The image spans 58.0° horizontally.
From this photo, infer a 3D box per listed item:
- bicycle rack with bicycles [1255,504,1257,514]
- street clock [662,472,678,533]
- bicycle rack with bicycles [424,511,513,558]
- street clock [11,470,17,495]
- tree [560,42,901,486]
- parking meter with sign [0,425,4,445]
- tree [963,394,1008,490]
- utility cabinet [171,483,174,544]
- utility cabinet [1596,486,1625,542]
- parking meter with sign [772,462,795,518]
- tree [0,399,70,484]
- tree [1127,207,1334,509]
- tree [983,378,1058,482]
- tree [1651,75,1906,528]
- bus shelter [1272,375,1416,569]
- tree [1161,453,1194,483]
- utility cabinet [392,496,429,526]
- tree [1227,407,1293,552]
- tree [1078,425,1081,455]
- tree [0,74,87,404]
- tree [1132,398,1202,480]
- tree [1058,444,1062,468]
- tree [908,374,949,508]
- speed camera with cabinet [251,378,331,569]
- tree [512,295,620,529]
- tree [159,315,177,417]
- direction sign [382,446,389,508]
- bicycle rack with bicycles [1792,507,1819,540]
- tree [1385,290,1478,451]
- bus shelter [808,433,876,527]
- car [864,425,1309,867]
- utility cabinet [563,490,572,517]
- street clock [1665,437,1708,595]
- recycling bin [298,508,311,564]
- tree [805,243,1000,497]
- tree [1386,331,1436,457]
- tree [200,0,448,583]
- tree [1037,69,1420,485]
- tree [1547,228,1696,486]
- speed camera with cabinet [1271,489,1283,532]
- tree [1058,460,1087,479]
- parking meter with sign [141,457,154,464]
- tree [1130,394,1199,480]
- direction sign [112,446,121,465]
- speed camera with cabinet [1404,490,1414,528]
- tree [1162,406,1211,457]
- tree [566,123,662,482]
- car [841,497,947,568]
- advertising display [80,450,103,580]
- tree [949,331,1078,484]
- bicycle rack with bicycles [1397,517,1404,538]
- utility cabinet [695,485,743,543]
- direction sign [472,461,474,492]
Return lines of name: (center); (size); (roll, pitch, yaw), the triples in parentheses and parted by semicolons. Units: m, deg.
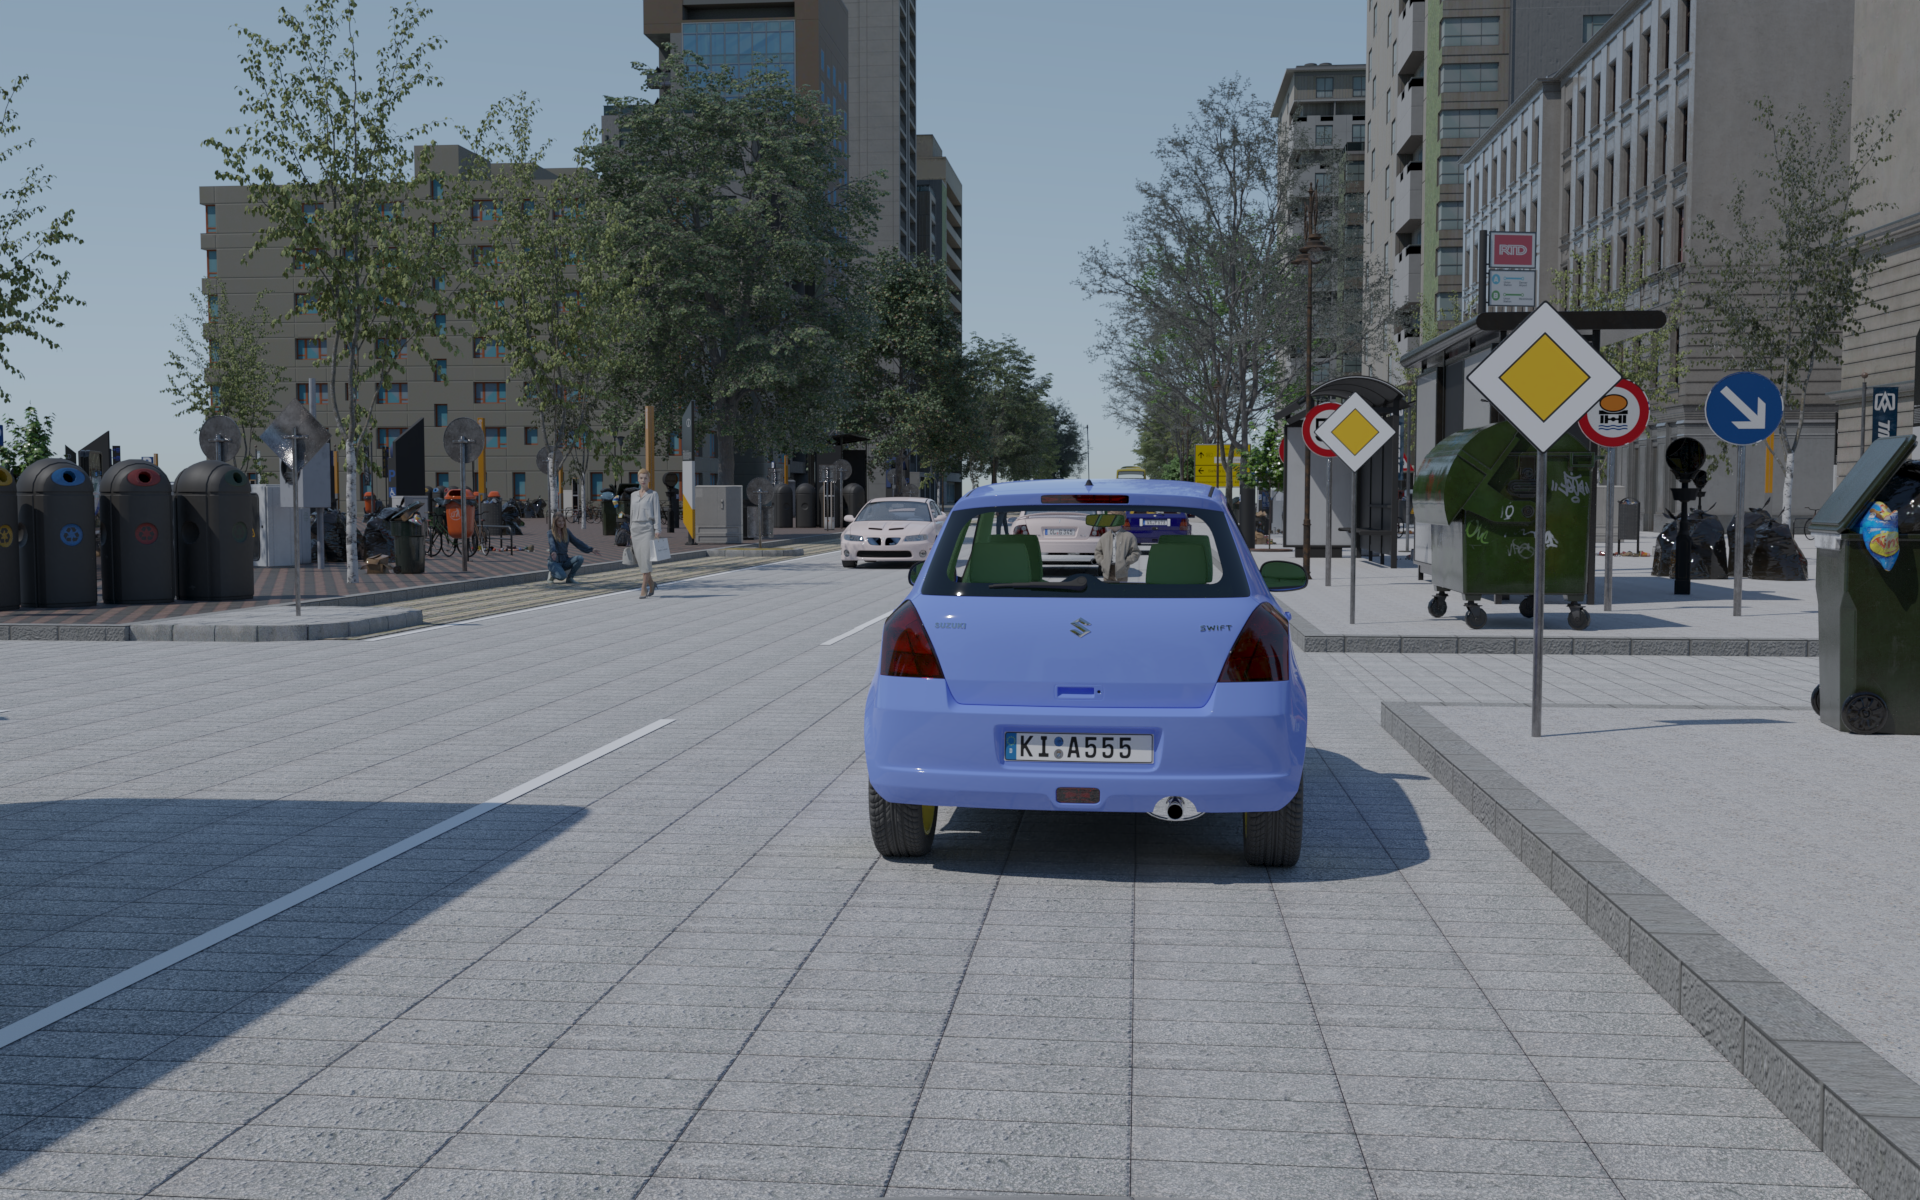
bicycle rack with bicycles: (14.328, -4.728, 90.685); (2.925, 0.926, 2.852); (1, 4, 19)
street clock: (-9.591, -3.229, 57.365); (0.471, 2.002, 0.358); (-2, 4, -34)
bicycle rack with bicycles: (-10.577, -1.380, 35.937); (2.852, 0.926, 2.925); (-3, 5, -40)
street clock: (-23.612, -2.388, 43.616); (0.358, 2.002, 0.471); (3, 5, 42)
tree: (-6.703, -8.775, 50.120); (9.857, 13.997, 8.962); (0, 3, 0)
parking meter with sign: (-24.922, -2.898, 43.648); (1.738, 3.016, 0.543); (1, 4, 23)
tree: (1.151, -10.479, 121.701); (4.360, 8.622, 3.978); (0, 3, 0)
utility cabinet: (-15.641, -1.611, 35.023); (0.318, 1.500, 1.173); (1, 4, 16)
utility cabinet: (16.856, -2.255, 45.549); (1.173, 1.500, 0.318); (0, 4, -4)
parking meter with sign: (-9.243, -5.945, 93.457); (1.738, 3.016, 0.543); (-1, 4, -21)
tree: (-18.529, -2.459, 34.804); (1.663, 3.219, 1.824); (0, 3, 0)
tree: (9.916, -8.466, 64.167); (9.928, 11.665, 9.643); (0, 3, 0)
tree: (5.183, -15.236, 167.234); (7.486, 12.596, 7.792); (0, 3, 0)
tree: (14.935, -4.951, 31.307); (4.360, 8.622, 3.978); (0, 3, 0)
bus shelter: (7.018, -2.343, 32.230); (2.014, 3.302, 5.546); (0, 4, 6)
tree: (15.887, -8.441, 121.719); (4.285, 4.588, 4.351); (0, 3, 0)
utility cabinet: (-17.707, -2.739, 55.949); (1.020, 1.237, 0.306); (-1, 4, -18)
tree: (6.930, -2.703, 38.795); (1.663, 3.219, 1.824); (0, 3, 0)
tree: (12.138, -19.952, 232.876); (9.857, 13.997, 8.962); (0, 3, 0)
tree: (-16.811, -4.785, 28.592); (4.737, 8.622, 4.395); (0, 3, 0)
tree: (23.931, -16.928, 193.781); (9.611, 12.733, 9.660); (0, 3, 0)
tree: (6.869, -16.295, 184.548); (7.486, 12.596, 7.792); (0, 3, 0)
tree: (-1.479, -9.265, 101.839); (4.737, 8.622, 4.395); (0, 3, 0)
speed camera with cabinet: (-11.727, -2.176, 29.919); (2.038, 3.252, 0.660); (3, 4, 36)
tree: (-14.045, -6.907, 63.289); (4.360, 8.622, 3.978); (0, 3, 0)
tree: (-24.339, -6.585, 58.028); (4.737, 8.622, 4.395); (0, 3, 0)
direction sign: (-27.299, -5.528, 82.388); (0.379, 3.537, 0.876); (0, 4, 0)
bicycle rack with bicycles: (24.498, -2.103, 47.758); (2.925, 0.926, 2.852); (-3, 4, -38)
tree: (17.261, -6.811, 61.721); (4.737, 8.622, 4.395); (0, 3, 0)
bus shelter: (-4.717, -4.805, 69.840); (1.731, 3.624, 6.357); (0, 4, 6)
car: (0.656, 0.095, 8.042); (1.945, 1.707, 3.694); (0, 4, 7)
utility cabinet: (-21.503, -5.303, 95.389); (1.173, 1.500, 0.318); (3, 5, 41)
street clock: (9.237, -1.072, 22.090); (0.471, 2.002, 0.358); (2, 4, 25)
recycling bin: (-12.357, -1.167, 31.631); (0.722, 1.027, 0.722); (0, 4, 8)
tree: (-2.702, -9.917, 79.155); (9.611, 12.733, 9.660); (0, 3, 0)
tree: (21.078, -7.753, 77.126); (4.360, 8.622, 3.978); (0, 3, 0)
tree: (-8.573, -4.558, 24.890); (4.737, 8.622, 4.395); (0, 3, 0)
tree: (8.340, -8.616, 51.239); (12.009, 13.543, 11.850); (0, 3, 0)
tree: (18.278, -6.025, 48.874); (4.737, 8.622, 4.395); (0, 3, 0)
speed camera with cabinet: (10.854, -3.960, 59.082); (0.660, 3.252, 2.038); (-1, 4, -17)
tree: (14.712, -19.447, 252.366); (8.767, 10.594, 7.601); (-2, 4, -29)
parking meter with sign: (-37.764, -5.214, 81.503); (0.543, 3.016, 1.738); (0, 4, 3)
tree: (21.195, -15.917, 178.377); (7.486, 12.596, 7.792); (0, 3, 0)
direction sign: (-39.586, -5.430, 80.773); (0.876, 3.537, 0.379); (-1, 4, -13)
speed camera with cabinet: (17.763, -4.336, 65.222); (0.660, 3.252, 2.038); (-3, 5, -42)
tree: (18.809, -11.862, 144.313); (4.737, 8.622, 4.395); (0, 3, 0)
tree: (-7.517, -4.989, 31.934); (4.737, 8.622, 4.395); (0, 3, 0)
car: (-1.237, -1.396, 35.189); (2.083, 1.381, 4.827); (0, 4, 5)
advertising display: (-12.956, -1.264, 25.884); (0.123, 1.923, 0.974); (-1, 4, -16)
tree: (2.810, -14.028, 136.017); (9.857, 13.997, 8.962); (0, 3, 0)
bicycle rack with bicycles: (11.618, -2.331, 51.501); (2.852, 0.926, 2.925); (0, 4, -6)
utility cabinet: (-6.187, -2.190, 44.478); (1.173, 1.500, 0.318); (0, 4, 1)
direction sign: (-23.266, -5.553, 82.790); (0.379, 3.537, 0.876); (-1, 4, -13)
